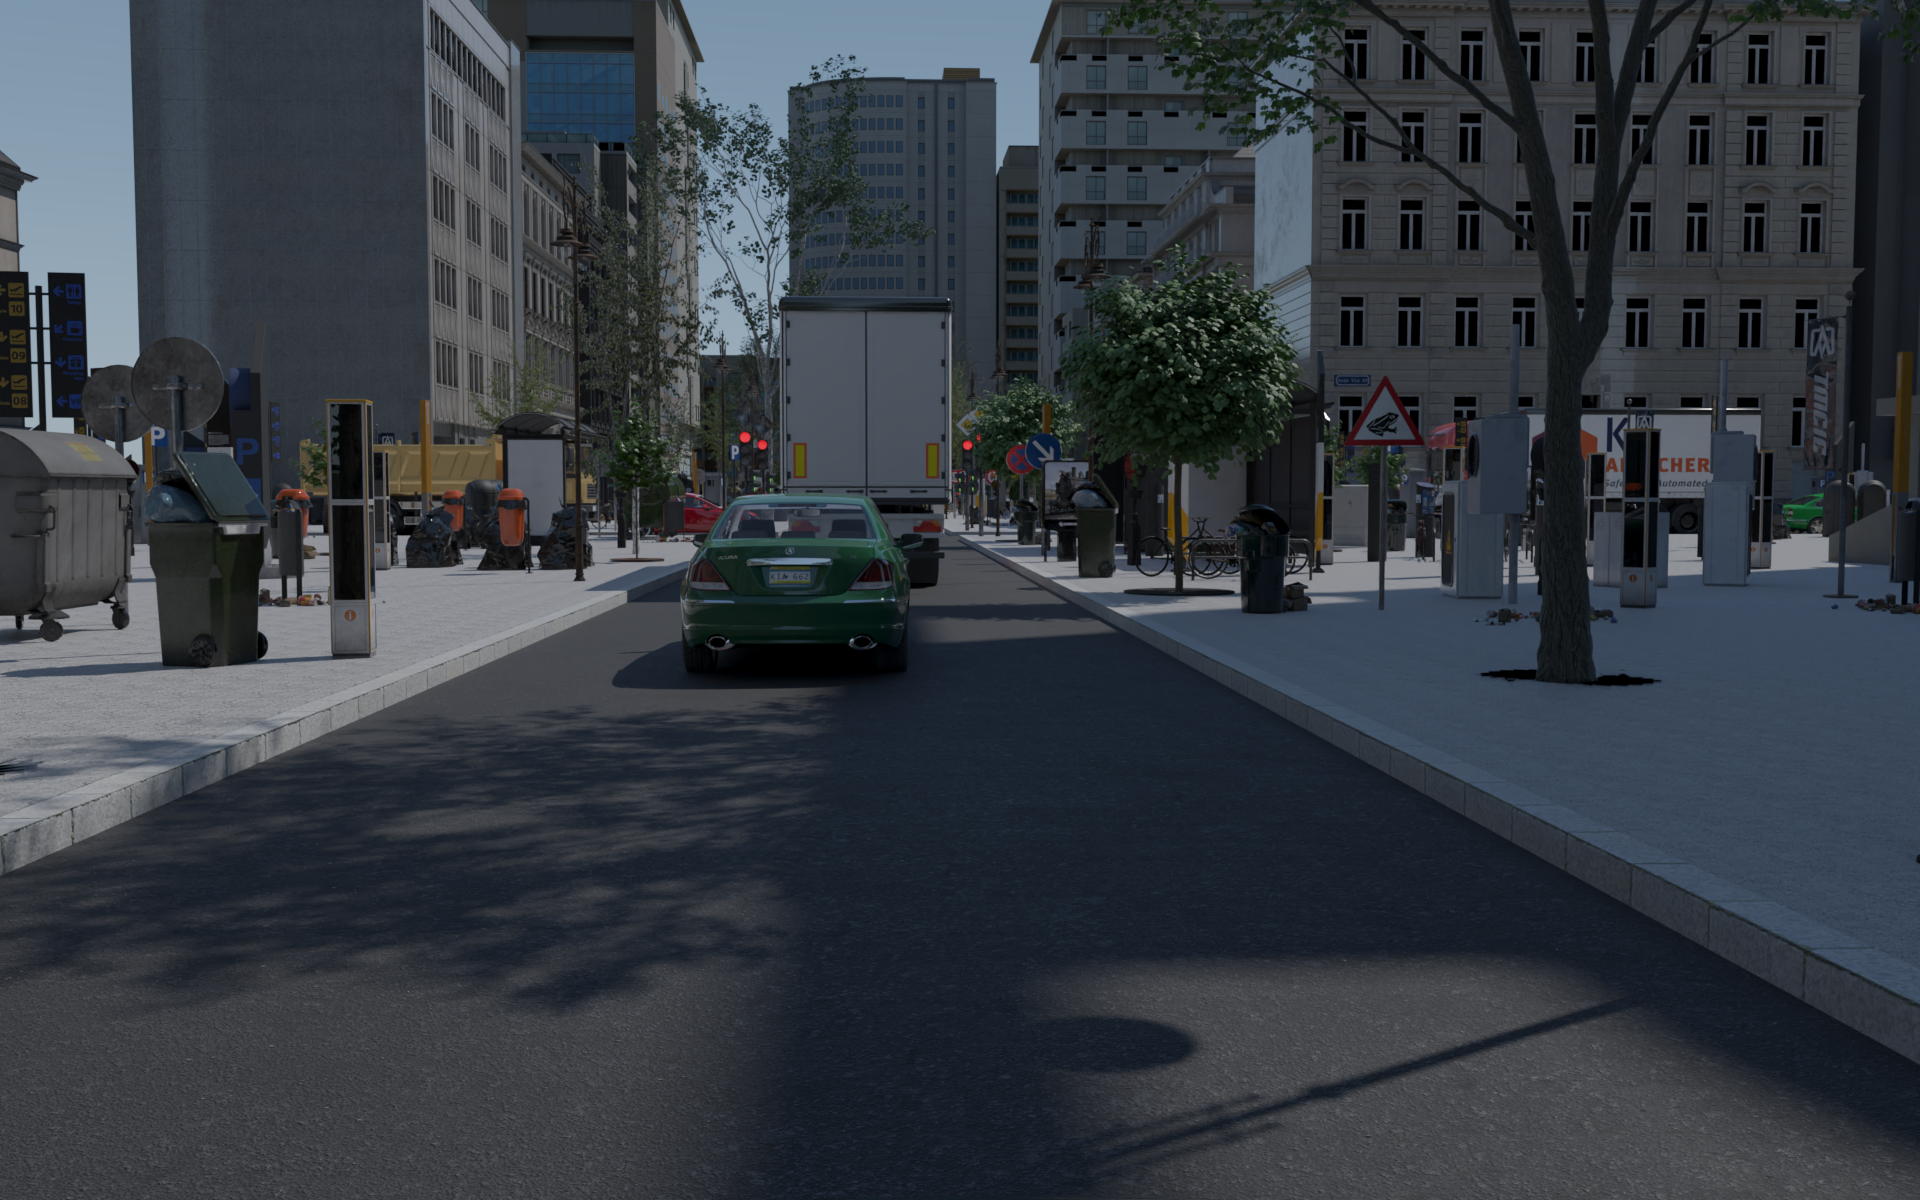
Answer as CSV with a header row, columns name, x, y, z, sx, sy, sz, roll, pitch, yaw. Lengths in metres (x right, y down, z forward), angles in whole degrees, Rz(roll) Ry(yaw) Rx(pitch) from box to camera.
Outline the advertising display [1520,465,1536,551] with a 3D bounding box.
name,x,y,z,sx,sy,sz,roll,pitch,yaw
advertising display,12.909,-2.090,39.379,0.123,1.923,0.974,0,4,5

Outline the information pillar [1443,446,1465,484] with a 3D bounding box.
name,x,y,z,sx,sy,sz,roll,pitch,yaw
information pillar,7.663,-1.372,26.925,0.304,2.012,0.304,1,4,21

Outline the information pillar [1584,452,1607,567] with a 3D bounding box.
name,x,y,z,sx,sy,sz,roll,pitch,yaw
information pillar,11.263,-1.602,30.689,0.304,2.012,0.304,1,4,13

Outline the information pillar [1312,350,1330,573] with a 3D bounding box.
name,x,y,z,sx,sy,sz,roll,pitch,yaw
information pillar,5.837,-2.248,28.102,0.183,3.616,0.504,0,4,7

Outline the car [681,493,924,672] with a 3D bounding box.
name,x,y,z,sx,sy,sz,roll,pitch,yaw
car,-1.373,-0.220,15.401,2.131,1.459,4.920,0,4,-2

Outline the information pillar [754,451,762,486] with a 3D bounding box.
name,x,y,z,sx,sy,sz,roll,pitch,yaw
information pillar,-9.919,-5.733,85.082,0.504,3.616,0.183,0,4,-8

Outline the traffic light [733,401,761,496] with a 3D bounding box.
name,x,y,z,sx,sy,sz,roll,pitch,yaw
traffic light,-6.427,-3.869,52.175,0.839,4.253,0.868,0,4,-3

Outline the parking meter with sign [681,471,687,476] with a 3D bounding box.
name,x,y,z,sx,sy,sz,roll,pitch,yaw
parking meter with sign,-20.222,-8.221,130.674,1.738,3.016,0.543,3,4,38

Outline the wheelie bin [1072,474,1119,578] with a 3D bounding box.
name,x,y,z,sx,sy,sz,roll,pitch,yaw
wheelie bin,2.094,-1.153,26.756,0.693,1.594,0.980,1,4,9

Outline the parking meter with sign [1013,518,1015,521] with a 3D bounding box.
name,x,y,z,sx,sy,sz,roll,pitch,yaw
parking meter with sign,3.161,-4.860,75.715,1.738,3.016,0.543,0,4,-4

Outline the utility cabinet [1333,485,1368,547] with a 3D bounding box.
name,x,y,z,sx,sy,sz,roll,pitch,yaw
utility cabinet,9.400,-2.021,41.721,0.318,1.500,1.173,-3,5,-40

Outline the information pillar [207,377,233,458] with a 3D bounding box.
name,x,y,z,sx,sy,sz,roll,pitch,yaw
information pillar,-13.145,-2.411,30.771,0.504,3.616,0.183,1,4,13

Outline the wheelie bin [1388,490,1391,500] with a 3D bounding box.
name,x,y,z,sx,sy,sz,roll,pitch,yaw
wheelie bin,12.786,-2.765,53.121,0.980,1.594,0.693,3,5,44

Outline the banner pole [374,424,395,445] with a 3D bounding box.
name,x,y,z,sx,sy,sz,roll,pitch,yaw
banner pole,-20.648,-4.407,62.072,0.863,3.779,0.401,-1,4,-22

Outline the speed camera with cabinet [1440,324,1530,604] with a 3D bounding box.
name,x,y,z,sx,sy,sz,roll,pitch,yaw
speed camera with cabinet,6.334,-1.630,20.983,0.660,3.252,2.038,0,4,4

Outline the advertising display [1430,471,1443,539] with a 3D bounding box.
name,x,y,z,sx,sy,sz,roll,pitch,yaw
advertising display,13.761,-2.702,49.384,0.974,1.923,0.123,-3,4,-36

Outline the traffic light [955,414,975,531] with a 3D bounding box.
name,x,y,z,sx,sy,sz,roll,pitch,yaw
traffic light,0.234,-4.379,60.511,0.839,4.253,0.868,0,4,-3

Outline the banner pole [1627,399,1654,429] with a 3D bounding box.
name,x,y,z,sx,sy,sz,roll,pitch,yaw
banner pole,17.871,-3.407,45.723,0.863,3.779,0.401,1,4,9

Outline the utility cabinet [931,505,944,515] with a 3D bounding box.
name,x,y,z,sx,sy,sz,roll,pitch,yaw
utility cabinet,-1.358,-5.471,100.614,0.306,1.237,1.020,3,5,41

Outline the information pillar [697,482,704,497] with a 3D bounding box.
name,x,y,z,sx,sy,sz,roll,pitch,yaw
information pillar,-13.413,-5.209,89.660,0.304,2.012,0.304,0,3,0

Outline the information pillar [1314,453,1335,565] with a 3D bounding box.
name,x,y,z,sx,sy,sz,roll,pitch,yaw
information pillar,6.588,-1.641,31.315,0.304,2.012,0.304,0,4,3

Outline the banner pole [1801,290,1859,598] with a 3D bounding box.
name,x,y,z,sx,sy,sz,roll,pitch,yaw
banner pole,10.839,-1.930,21.579,0.401,3.779,0.863,-1,4,-21

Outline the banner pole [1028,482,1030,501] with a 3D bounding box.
name,x,y,z,sx,sy,sz,roll,pitch,yaw
banner pole,2.572,-4.385,61.708,0.401,3.779,0.863,-2,4,-31

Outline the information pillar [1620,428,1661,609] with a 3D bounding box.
name,x,y,z,sx,sy,sz,roll,pitch,yaw
information pillar,7.665,-0.919,19.517,0.304,2.012,0.304,-3,5,-44

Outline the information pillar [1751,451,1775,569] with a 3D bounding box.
name,x,y,z,sx,sy,sz,roll,pitch,yaw
information pillar,13.690,-1.539,29.651,0.304,2.012,0.304,-2,4,-29

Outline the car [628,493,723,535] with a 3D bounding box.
name,x,y,z,sx,sy,sz,roll,pitch,yaw
car,-8.564,-2.819,55.133,4.494,1.783,2.155,0,4,-3

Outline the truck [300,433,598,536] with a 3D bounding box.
name,x,y,z,sx,sy,sz,roll,pitch,yaw
truck,-15.846,-3.652,55.640,9.791,3.379,3.469,0,4,-1

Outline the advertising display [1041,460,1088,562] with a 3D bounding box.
name,x,y,z,sx,sy,sz,roll,pitch,yaw
advertising display,2.033,-1.696,32.940,0.974,1.923,0.123,-1,4,-13

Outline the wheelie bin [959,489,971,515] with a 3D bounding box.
name,x,y,z,sx,sy,sz,roll,pitch,yaw
wheelie bin,0.382,-5.939,105.018,0.980,1.594,0.693,-1,4,-17

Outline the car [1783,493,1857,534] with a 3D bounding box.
name,x,y,z,sx,sy,sz,roll,pitch,yaw
car,29.390,-2.977,57.473,4.718,1.807,1.959,0,4,-1

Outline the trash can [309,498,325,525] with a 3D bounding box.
name,x,y,z,sx,sy,sz,roll,pitch,yaw
trash can,-26.510,-3.650,71.334,0.748,1.137,0.748,0,3,0

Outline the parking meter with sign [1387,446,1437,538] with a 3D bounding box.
name,x,y,z,sx,sy,sz,roll,pitch,yaw
parking meter with sign,13.218,-3.314,50.447,1.738,3.016,0.543,-2,4,-29

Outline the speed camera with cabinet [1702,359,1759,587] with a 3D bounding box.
name,x,y,z,sx,sy,sz,roll,pitch,yaw
speed camera with cabinet,11.079,-1.866,24.846,0.660,3.252,2.038,2,4,27

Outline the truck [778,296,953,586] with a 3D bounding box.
name,x,y,z,sx,sy,sz,roll,pitch,yaw
truck,-1.741,-2.527,30.235,2.839,4.237,11.283,0,4,-4

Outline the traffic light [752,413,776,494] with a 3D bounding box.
name,x,y,z,sx,sy,sz,roll,pitch,yaw
traffic light,-6.818,-4.357,60.150,0.839,4.253,0.868,0,4,-3

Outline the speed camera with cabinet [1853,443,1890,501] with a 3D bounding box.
name,x,y,z,sx,sy,sz,roll,pitch,yaw
speed camera with cabinet,35.950,-4.475,67.503,2.038,3.252,0.660,2,4,35

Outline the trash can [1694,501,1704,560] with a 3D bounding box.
name,x,y,z,sx,sy,sz,roll,pitch,yaw
trash can,14.597,-1.337,33.506,0.748,1.137,0.748,0,3,0

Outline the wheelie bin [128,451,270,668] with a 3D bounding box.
name,x,y,z,sx,sy,sz,roll,pitch,yaw
wheelie bin,-5.699,-0.314,13.048,0.693,1.594,0.980,1,4,13

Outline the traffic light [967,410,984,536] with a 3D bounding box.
name,x,y,z,sx,sy,sz,roll,pitch,yaw
traffic light,0.625,-3.891,52.535,0.839,4.253,0.868,0,4,-3

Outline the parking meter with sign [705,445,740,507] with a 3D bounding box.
name,x,y,z,sx,sy,sz,roll,pitch,yaw
parking meter with sign,-8.672,-3.993,61.552,1.738,3.016,0.543,2,4,30

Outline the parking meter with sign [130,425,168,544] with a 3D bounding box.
name,x,y,z,sx,sy,sz,roll,pitch,yaw
parking meter with sign,-20.977,-2.953,44.545,1.738,3.016,0.543,3,5,43

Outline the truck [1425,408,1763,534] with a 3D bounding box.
name,x,y,z,sx,sy,sz,roll,pitch,yaw
truck,20.634,-4.214,57.819,11.283,4.237,2.839,0,4,-2

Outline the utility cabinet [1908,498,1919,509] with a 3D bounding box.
name,x,y,z,sx,sy,sz,roll,pitch,yaw
utility cabinet,56.216,-5.539,101.721,0.306,1.237,1.020,-1,4,-22

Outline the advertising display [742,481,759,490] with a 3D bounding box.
name,x,y,z,sx,sy,sz,roll,pitch,yaw
advertising display,-10.080,-4.783,83.416,0.974,1.923,0.123,-3,5,-43

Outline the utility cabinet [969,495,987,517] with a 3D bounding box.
name,x,y,z,sx,sy,sz,roll,pitch,yaw
utility cabinet,0.997,-5.331,98.331,1.020,1.237,0.306,1,4,13

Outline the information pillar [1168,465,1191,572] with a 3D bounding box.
name,x,y,z,sx,sy,sz,roll,pitch,yaw
information pillar,3.587,-2.263,28.358,0.183,3.616,0.504,3,5,41

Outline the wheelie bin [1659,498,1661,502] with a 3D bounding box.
name,x,y,z,sx,sy,sz,roll,pitch,yaw
wheelie bin,19.880,-2.598,50.391,0.980,1.594,0.693,-3,4,-39

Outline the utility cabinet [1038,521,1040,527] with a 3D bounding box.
name,x,y,z,sx,sy,sz,roll,pitch,yaw
utility cabinet,3.368,-3.418,67.053,1.020,1.237,0.306,1,4,9

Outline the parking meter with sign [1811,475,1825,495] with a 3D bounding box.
name,x,y,z,sx,sy,sz,roll,pitch,yaw
parking meter with sign,34.936,-4.532,70.354,0.543,3.016,1.738,0,4,5
